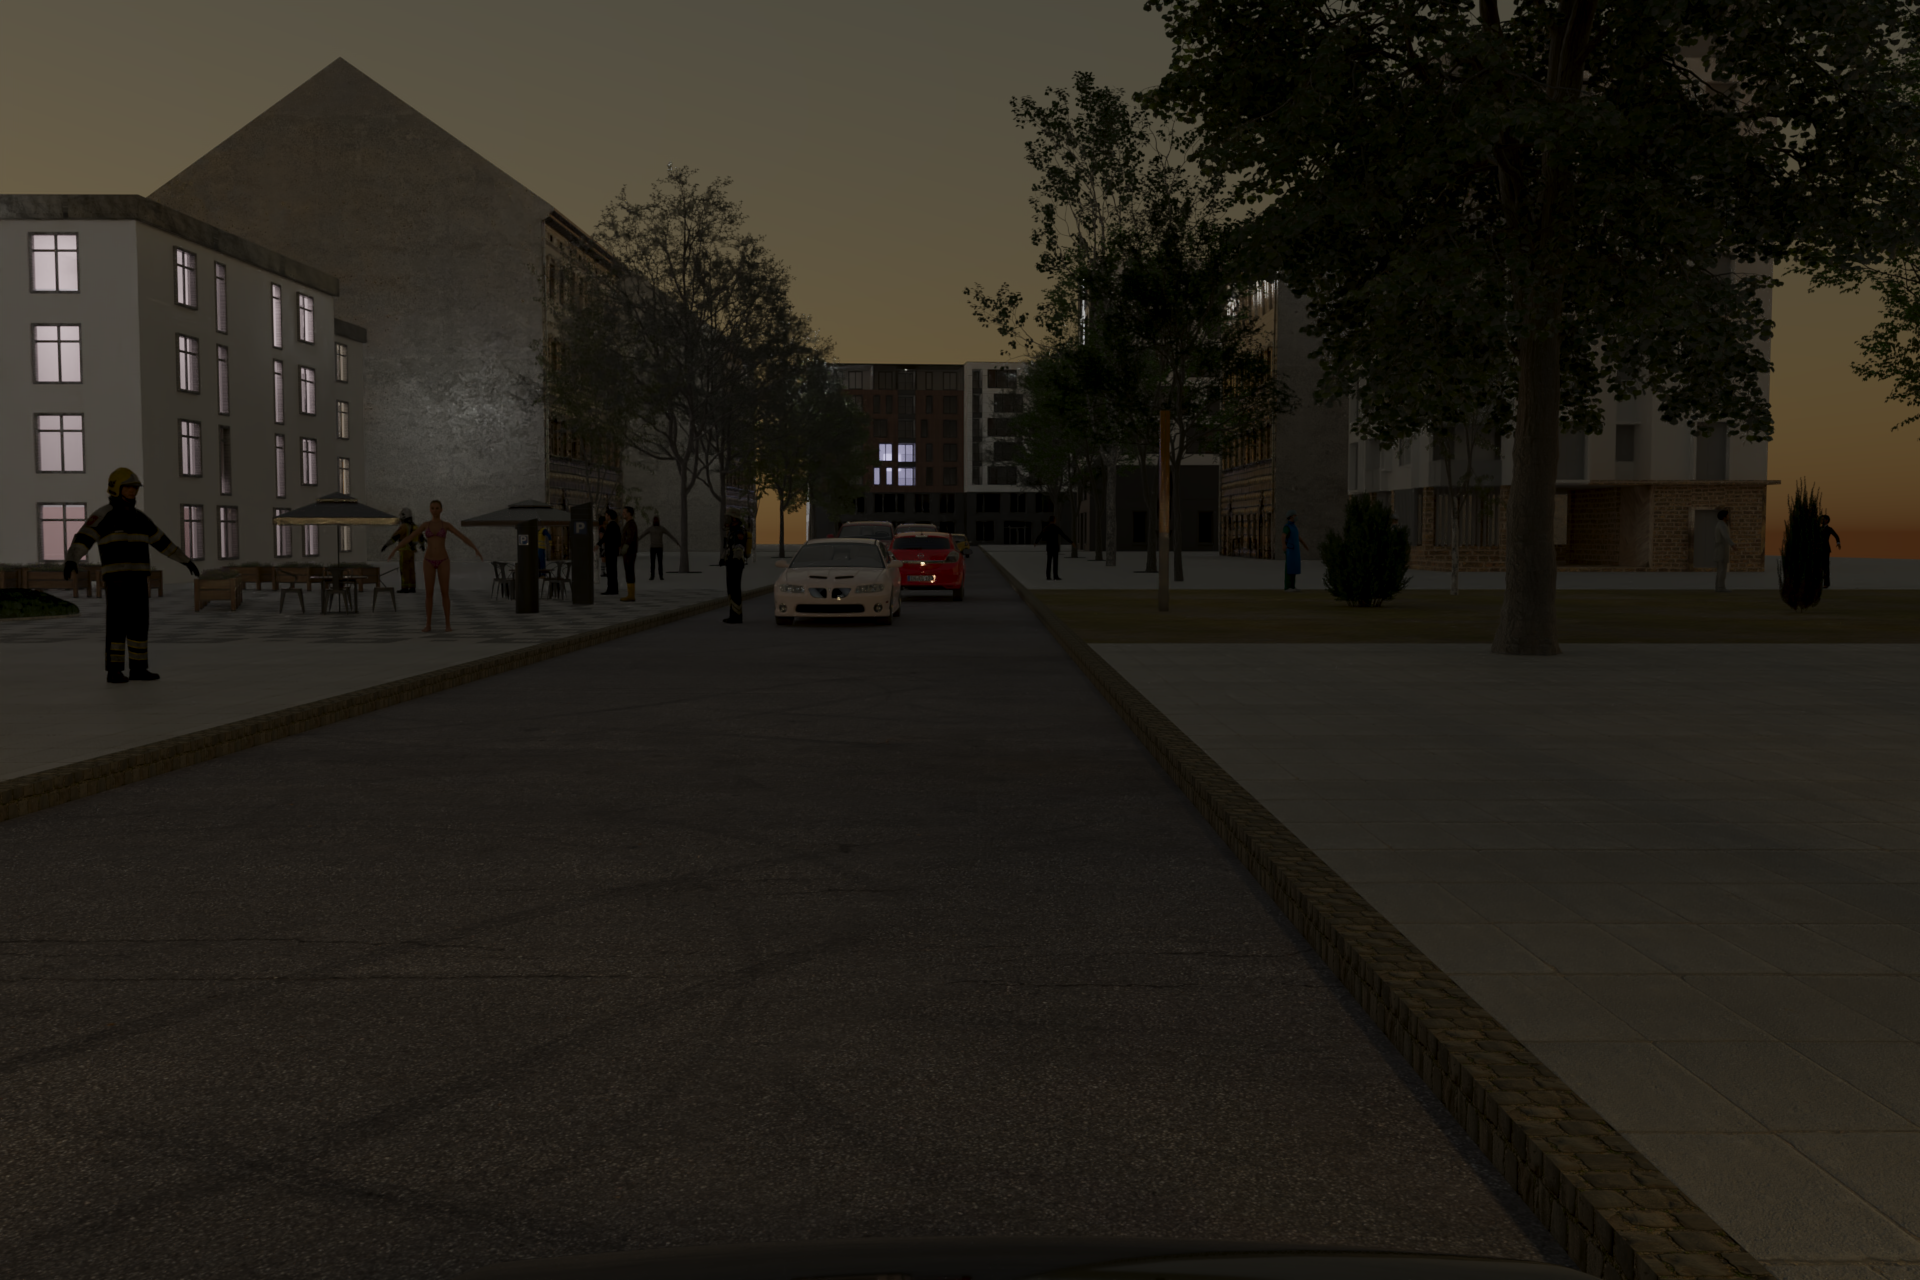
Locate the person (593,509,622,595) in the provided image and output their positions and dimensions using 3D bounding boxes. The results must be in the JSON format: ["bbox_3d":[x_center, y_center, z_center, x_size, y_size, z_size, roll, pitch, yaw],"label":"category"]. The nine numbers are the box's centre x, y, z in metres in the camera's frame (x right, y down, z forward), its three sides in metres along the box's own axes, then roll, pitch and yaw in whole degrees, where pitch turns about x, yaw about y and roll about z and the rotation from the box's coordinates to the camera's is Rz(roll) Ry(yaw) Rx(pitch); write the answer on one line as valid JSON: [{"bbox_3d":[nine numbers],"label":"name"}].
[{"bbox_3d":[-7.397,-1.861,36.621,0.705,1.806,1.347,1,4,10],"label":"person"}]

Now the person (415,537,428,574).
[{"bbox_3d":[-17.593,-2.993,55.205,1.348,1.796,0.705,0,4,-5],"label":"person"}]

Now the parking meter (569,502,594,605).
[{"bbox_3d":[-6.878,-1.575,31.463,0.399,1.863,0.255,0,4,1],"label":"parking meter"}]

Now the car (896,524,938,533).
[{"bbox_3d":[-1.597,-3.366,63.704,2.281,1.827,5.304,0,4,0],"label":"car"}]

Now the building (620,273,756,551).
[{"bbox_3d":[-27.447,-19.121,143.554,19.493,23.208,18.063,0,4,1],"label":"building"}]

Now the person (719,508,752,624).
[{"bbox_3d":[-3.658,-1.199,27.837,0.705,1.856,1.354,-1,4,-17],"label":"person"}]

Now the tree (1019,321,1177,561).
[{"bbox_3d":[6.675,-9.586,82.489,9.928,11.665,9.643,0,3,0],"label":"tree"}]

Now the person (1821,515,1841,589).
[{"bbox_3d":[20.264,-2.083,40.784,0.721,1.740,1.216,-1,4,-18],"label":"person"}]

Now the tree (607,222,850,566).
[{"bbox_3d":[-9.613,-9.705,69.048,12.009,13.543,11.850,0,3,0],"label":"tree"}]

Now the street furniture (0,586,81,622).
[{"bbox_3d":[-16.318,-0.461,23.169,5.734,0.657,10.072,0,4,5],"label":"street furniture"}]

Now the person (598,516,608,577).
[{"bbox_3d":[-10.633,-2.795,51.843,0.704,1.843,1.345,0,4,-6],"label":"person"}]

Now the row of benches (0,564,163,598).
[{"bbox_3d":[-18.291,-1.192,34.949,4.104,0.672,1.422,0,4,-1],"label":"row of benches"}]

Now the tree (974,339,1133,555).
[{"bbox_3d":[5.975,-12.132,108.729,12.009,13.543,11.850,0,3,0],"label":"tree"}]

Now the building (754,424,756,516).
[{"bbox_3d":[-26.397,-19.032,167.587,16.016,20.090,11.380,0,4,1],"label":"building"}]

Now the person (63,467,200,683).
[{"bbox_3d":[-7.215,-0.566,15.017,0.704,1.858,1.351,2,4,25],"label":"person"}]

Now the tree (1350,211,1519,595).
[{"bbox_3d":[10.636,-5.264,36.426,4.360,8.622,3.978,0,3,0],"label":"tree"}]

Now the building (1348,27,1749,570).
[{"bbox_3d":[21.329,-13.120,70.939,16.016,20.090,11.380,0,3,0],"label":"building"}]

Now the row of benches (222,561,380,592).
[{"bbox_3d":[-14.821,-1.446,39.098,4.104,0.672,1.422,1,4,22],"label":"row of benches"}]

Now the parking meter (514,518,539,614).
[{"bbox_3d":[-7.015,-1.201,28.043,0.372,1.533,0.369,0,3,0],"label":"parking meter"}]

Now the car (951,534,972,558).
[{"bbox_3d":[-0.284,-5.817,105.323,2.015,1.641,3.980,0,4,-1],"label":"car"}]

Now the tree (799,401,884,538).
[{"bbox_3d":[-9.045,-12.253,126.093,9.928,11.665,9.643,0,3,0],"label":"tree"}]

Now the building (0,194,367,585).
[{"bbox_3d":[-24.914,-7.023,56.971,9.099,9.664,28.070,0,4,0],"label":"building"}]

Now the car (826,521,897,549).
[{"bbox_3d":[-2.702,-2.562,50.556,2.281,1.827,5.304,0,4,0],"label":"car"}]

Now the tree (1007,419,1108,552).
[{"bbox_3d":[7.121,-11.407,120.910,8.767,10.594,7.601,3,4,37],"label":"tree"}]

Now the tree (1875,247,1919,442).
[{"bbox_3d":[23.067,-5.474,39.861,4.737,8.622,4.395,0,3,0],"label":"tree"}]

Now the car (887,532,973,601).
[{"bbox_3d":[-0.795,-1.794,38.368,2.155,1.783,4.494,0,4,1],"label":"car"}]

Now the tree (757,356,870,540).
[{"bbox_3d":[-9.819,-11.783,110.777,7.486,12.596,7.792,0,3,0],"label":"tree"}]

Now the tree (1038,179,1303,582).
[{"bbox_3d":[5.594,-6.856,46.506,7.601,10.594,8.767,-1,4,-18],"label":"tree"}]

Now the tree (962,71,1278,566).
[{"bbox_3d":[6.545,-13.070,69.577,12.611,20.169,13.585,0,3,0],"label":"tree"}]

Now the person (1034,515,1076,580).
[{"bbox_3d":[2.604,-2.578,48.382,1.346,1.802,0.704,2,4,35],"label":"person"}]

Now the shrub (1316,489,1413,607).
[{"bbox_3d":[7.143,-1.624,30.594,1.661,2.075,1.752,0,3,0],"label":"shrub"}]

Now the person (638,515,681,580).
[{"bbox_3d":[-8.447,-2.572,48.175,1.348,1.813,0.705,0,4,-4],"label":"person"}]

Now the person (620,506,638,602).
[{"bbox_3d":[-6.325,-1.641,32.961,0.704,1.812,1.346,-1,4,-11],"label":"person"}]

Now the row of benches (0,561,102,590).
[{"bbox_3d":[-20.752,-1.440,39.004,1.422,0.672,4.104,1,4,11],"label":"row of benches"}]

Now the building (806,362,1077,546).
[{"bbox_3d":[-2.794,-22.684,217.318,32.646,21.610,27.936,0,4,-6],"label":"building"}]

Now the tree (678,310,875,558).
[{"bbox_3d":[-9.477,-11.138,92.478,12.009,13.543,11.850,0,3,0],"label":"tree"}]

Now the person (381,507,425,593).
[{"bbox_3d":[-12.042,-1.950,37.652,0.705,1.858,1.354,1,4,22],"label":"person"}]

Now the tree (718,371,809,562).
[{"bbox_3d":[-9.180,-7.827,78.342,4.737,8.622,4.395,0,3,0],"label":"tree"}]

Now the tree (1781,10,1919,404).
[{"bbox_3d":[19.352,-6.508,32.158,9.928,11.665,9.643,0,3,0],"label":"tree"}]

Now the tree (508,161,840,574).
[{"bbox_3d":[-9.016,-8.946,56.630,12.009,13.543,11.850,0,3,0],"label":"tree"}]

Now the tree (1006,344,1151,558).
[{"bbox_3d":[6.226,-10.180,92.204,9.928,11.665,9.643,0,3,0],"label":"tree"}]

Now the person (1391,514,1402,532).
[{"bbox_3d":[12.118,-2.600,48.370,1.347,1.847,0.705,-3,4,-36],"label":"person"}]

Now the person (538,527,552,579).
[{"bbox_3d":[-12.103,-2.643,49.676,1.216,1.772,0.721,3,4,36],"label":"person"}]

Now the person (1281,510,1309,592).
[{"bbox_3d":[7.390,-1.977,38.456,0.704,1.817,1.347,2,4,33],"label":"person"}]

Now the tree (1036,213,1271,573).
[{"bbox_3d":[6.282,-8.022,56.915,9.928,11.665,9.643,0,3,0],"label":"tree"}]

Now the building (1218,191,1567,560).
[{"bbox_3d":[24.624,-16.038,93.157,19.493,23.208,18.063,0,4,0],"label":"building"}]

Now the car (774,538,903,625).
[{"bbox_3d":[-1.965,-1.003,28.756,2.083,1.381,4.827,0,4,1],"label":"car"}]

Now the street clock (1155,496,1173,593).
[{"bbox_3d":[3.877,-1.734,32.923,0.358,2.002,0.471,0,4,0],"label":"street clock"}]

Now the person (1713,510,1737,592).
[{"bbox_3d":[16.927,-1.969,38.385,0.705,1.806,1.347,1,4,10],"label":"person"}]

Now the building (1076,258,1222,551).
[{"bbox_3d":[23.573,-18.398,144.787,27.936,21.610,32.646,0,3,0],"label":"building"}]

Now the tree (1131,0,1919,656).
[{"bbox_3d":[6.141,-6.829,18.309,9.857,13.997,8.962,0,3,0],"label":"tree"}]

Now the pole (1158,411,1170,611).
[{"bbox_3d":[3.385,-2.132,28.710,0.158,3.312,0.155,0,3,0],"label":"pole"}]

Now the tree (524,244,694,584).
[{"bbox_3d":[-9.495,-5.762,44.572,4.360,8.622,3.978,0,3,0],"label":"tree"}]

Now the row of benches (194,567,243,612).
[{"bbox_3d":[-13.041,-0.921,30.526,1.422,0.672,4.104,-1,4,-21],"label":"row of benches"}]

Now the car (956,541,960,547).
[{"bbox_3d":[-1.065,-5.031,94.047,2.131,1.459,4.920,0,4,1],"label":"car"}]

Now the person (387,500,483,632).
[{"bbox_3d":[-6.892,-0.977,22.780,1.217,1.733,0.721,-1,4,-9],"label":"person"}]

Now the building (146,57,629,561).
[{"bbox_3d":[-28.516,-15.809,89.404,19.493,23.208,18.063,0,3,0],"label":"building"}]
